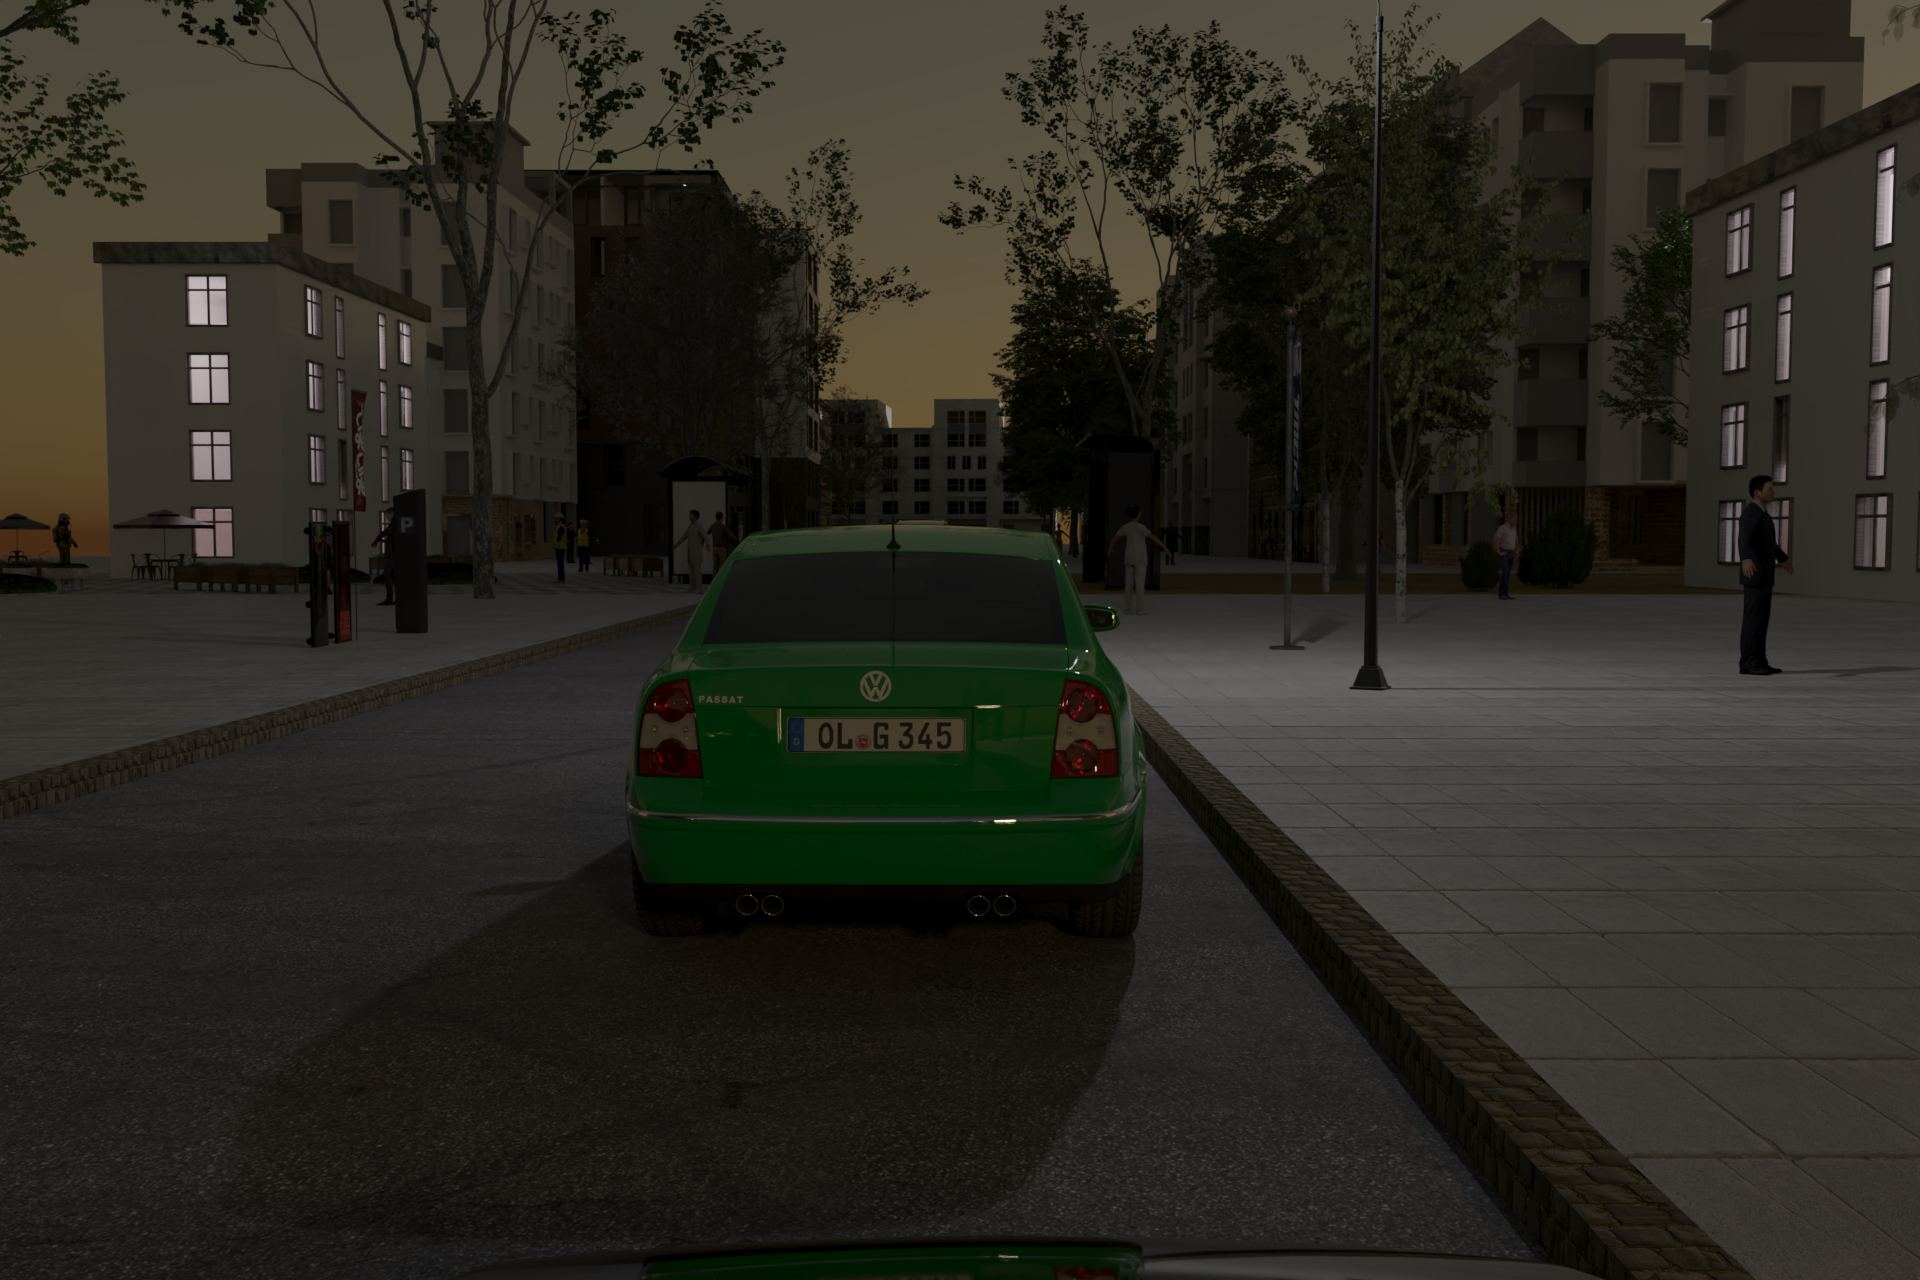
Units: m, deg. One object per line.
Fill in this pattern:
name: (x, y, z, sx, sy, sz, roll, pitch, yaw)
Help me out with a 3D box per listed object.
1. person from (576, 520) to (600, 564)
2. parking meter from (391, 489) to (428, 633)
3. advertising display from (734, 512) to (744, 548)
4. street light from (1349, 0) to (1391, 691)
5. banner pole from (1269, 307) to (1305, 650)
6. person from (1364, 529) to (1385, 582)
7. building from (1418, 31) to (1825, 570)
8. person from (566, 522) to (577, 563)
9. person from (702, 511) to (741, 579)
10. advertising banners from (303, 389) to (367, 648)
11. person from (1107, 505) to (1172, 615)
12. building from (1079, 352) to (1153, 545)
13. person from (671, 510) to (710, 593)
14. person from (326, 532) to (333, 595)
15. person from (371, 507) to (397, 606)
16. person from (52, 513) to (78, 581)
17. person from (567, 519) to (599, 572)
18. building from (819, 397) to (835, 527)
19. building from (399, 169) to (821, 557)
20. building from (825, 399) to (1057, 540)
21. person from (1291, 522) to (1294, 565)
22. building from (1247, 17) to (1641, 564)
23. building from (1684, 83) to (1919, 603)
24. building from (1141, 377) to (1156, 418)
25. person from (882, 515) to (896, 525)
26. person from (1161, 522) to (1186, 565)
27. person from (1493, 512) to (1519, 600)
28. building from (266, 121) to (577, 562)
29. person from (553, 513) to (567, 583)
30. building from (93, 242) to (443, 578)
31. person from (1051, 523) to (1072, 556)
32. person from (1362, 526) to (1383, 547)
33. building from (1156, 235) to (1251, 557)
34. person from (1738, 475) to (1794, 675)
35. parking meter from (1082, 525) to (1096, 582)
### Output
person: (-15.846, -4.146, 73.564, 0.705, 1.856, 1.354, 2, 4, 33)
parking meter: (-7.125, -1.021, 22.413, 0.399, 1.863, 0.255, 0, 3, 0)
advertising display: (-6.467, -2.782, 50.700, 0.123, 1.923, 0.974, 0, 4, 2)
street light: (3.942, -2.546, 14.164, 1.470, 5.913, 1.316, 0, 4, 0)
banner pole: (3.647, -1.771, 18.967, 0.401, 3.779, 0.863, 0, 3, 0)
person: (11.234, -2.301, 46.891, 0.599, 1.433, 0.991, -1, 4, -19)
building: (24.479, -13.154, 71.492, 16.016, 20.090, 11.380, 0, 4, 0)
person: (-17.121, -4.281, 76.174, 0.705, 1.806, 1.347, 2, 4, 30)
person: (-5.479, -2.040, 39.618, 1.348, 1.796, 0.705, 2, 4, 31)
advertising banners: (-7.302, -1.480, 20.381, 0.090, 3.025, 2.074, 0, 3, 0)
person: (2.851, -1.282, 27.736, 1.217, 1.739, 0.721, 3, 5, 40)
building: (23.917, -22.730, 202.564, 19.493, 23.208, 18.063, 0, 4, 0)
person: (-5.775, -1.916, 37.514, 0.705, 1.806, 1.347, -3, 5, -44)
person: (-13.360, -1.674, 36.652, 0.421, 1.427, 0.697, 1, 4, 13)
person: (-10.329, -1.514, 31.244, 0.568, 1.767, 0.683, 0, 4, 1)
person: (-24.709, -2.573, 47.835, 0.705, 1.858, 1.354, -3, 5, -44)
person: (-12.630, -3.149, 57.951, 1.216, 1.772, 0.721, 1, 4, 11)
building: (-25.103, -22.716, 202.326, 19.493, 23.208, 18.063, 0, 4, 1)
building: (-24.240, -16.498, 113.724, 27.936, 21.610, 32.646, 0, 4, 0)
building: (-2.807, -22.280, 233.184, 31.486, 18.905, 16.747, 0, 4, 4)
person: (13.716, -4.036, 72.123, 0.704, 1.812, 1.346, 1, 4, 16)
building: (24.683, -15.433, 83.257, 19.493, 23.208, 18.063, 0, 3, 0)
building: (22.337, -5.298, 28.774, 9.099, 9.664, 28.070, 0, 3, 0)
building: (27.144, -20.169, 160.691, 19.493, 23.208, 18.063, 0, 3, 0)
person: (-1.501, -1.662, 35.765, 0.704, 1.817, 1.347, 1, 4, 12)
person: (8.774, -4.032, 72.151, 1.346, 1.802, 0.704, -2, 4, -24)
person: (10.759, -1.647, 33.916, 0.756, 1.711, 0.436, -2, 4, -29)
building: (-25.779, -13.725, 80.817, 16.016, 20.090, 11.380, 0, 4, 0)
person: (-10.486, -2.403, 45.258, 0.705, 1.833, 1.349, -1, 4, -11)
building: (-24.015, -7.449, 63.935, 9.099, 9.664, 28.070, 0, 4, 0)
person: (4.162, -4.065, 73.268, 1.217, 1.733, 0.721, -1, 4, -12)
person: (12.157, -2.731, 50.787, 0.705, 1.813, 1.348, 2, 4, 34)
building: (22.488, -14.963, 111.110, 16.747, 18.905, 31.486, 0, 4, 1)
person: (7.334, -0.600, 15.853, 0.704, 1.823, 1.345, 3, 5, 40)
parking meter: (3.447, -2.303, 46.065, 0.372, 1.533, 0.369, 0, 3, 0)
